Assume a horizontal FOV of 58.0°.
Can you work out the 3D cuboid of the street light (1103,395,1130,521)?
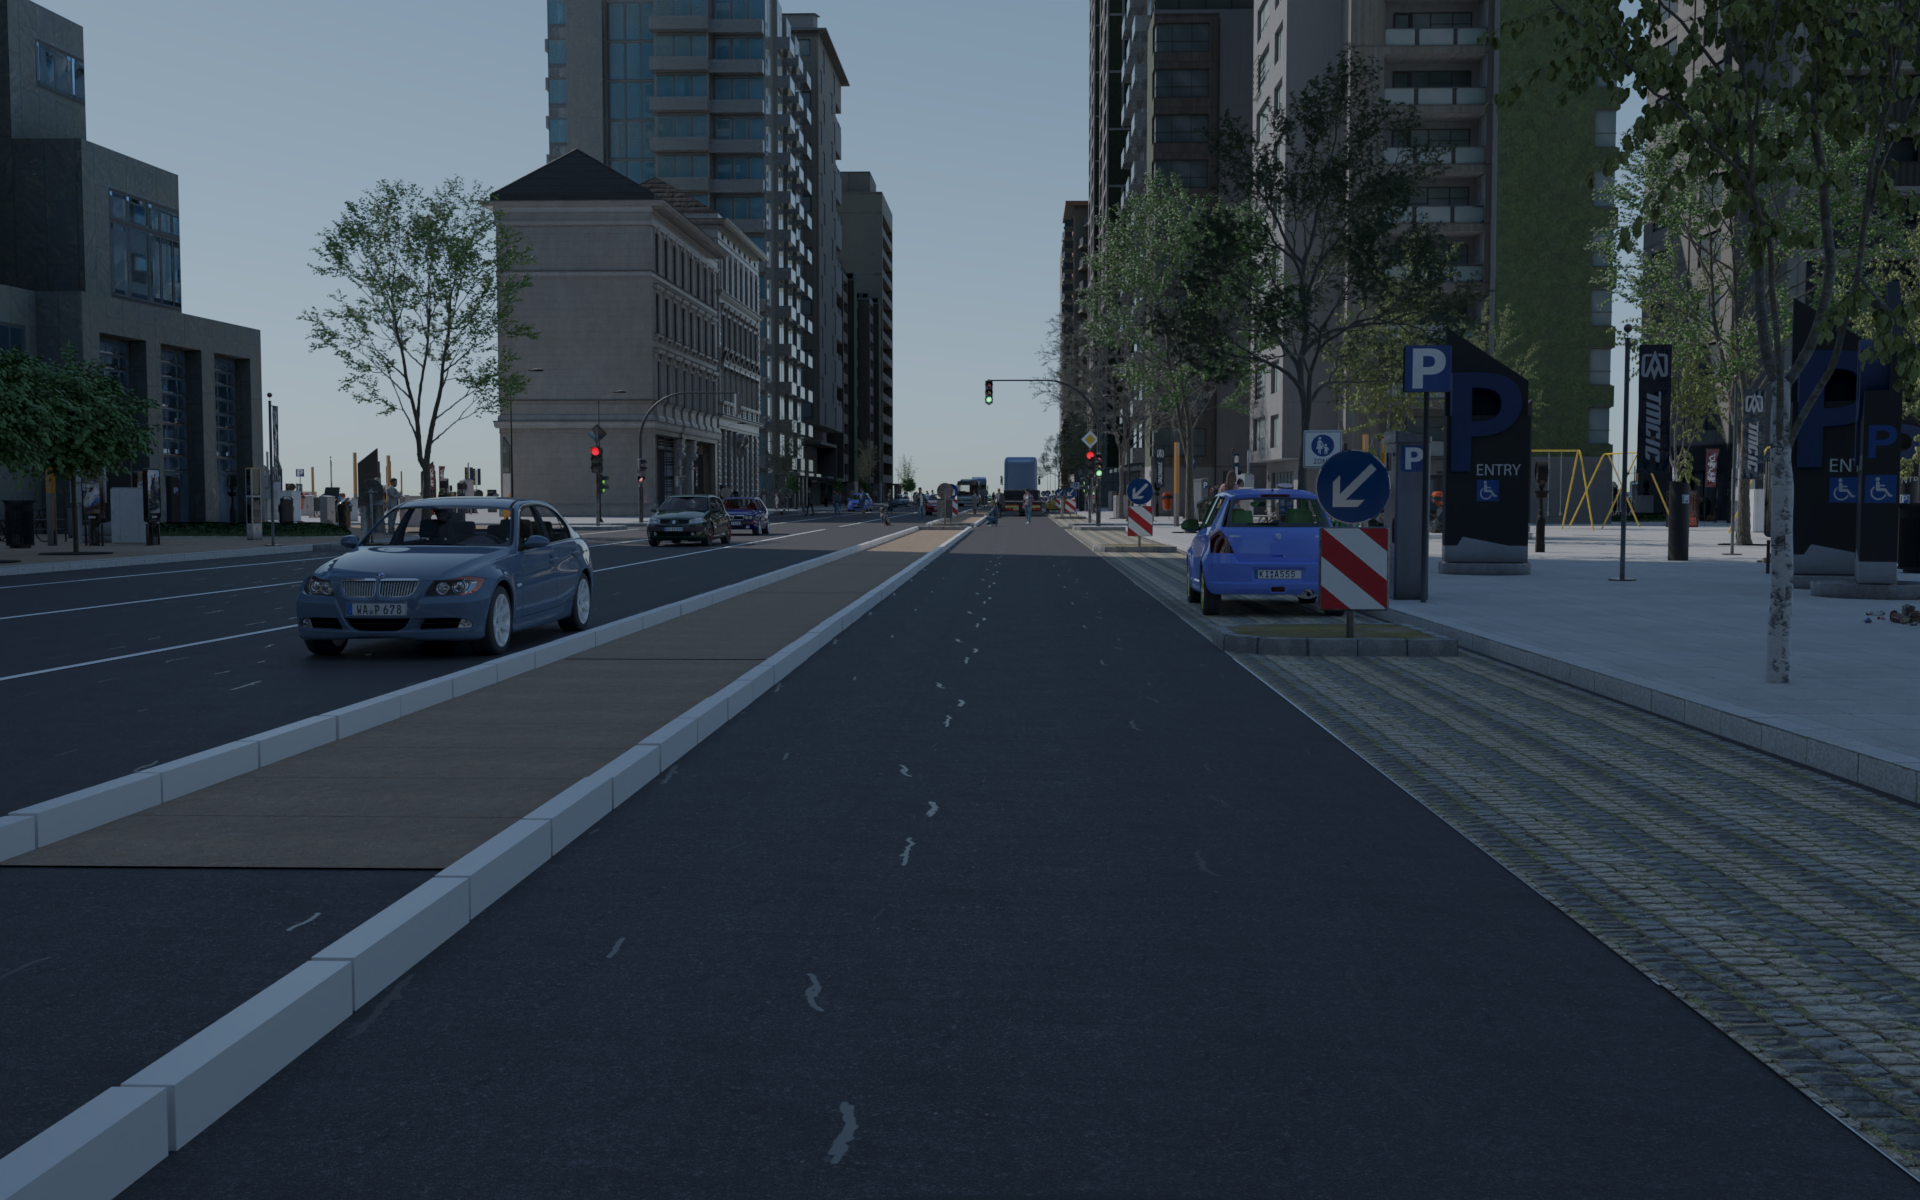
[{"bbox_3d":[7.381,-6.638,81.073,1.470,5.913,1.316,0,4,2],"label":"street light"}]

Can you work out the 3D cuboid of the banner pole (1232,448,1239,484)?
[{"bbox_3d":[14.983,-6.385,94.418,0.401,3.779,0.863,-1,4,-23],"label":"banner pole"}]

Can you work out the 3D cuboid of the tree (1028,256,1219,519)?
[{"bbox_3d":[8.358,-10.910,88.745,12.009,13.543,11.850,0,3,0],"label":"tree"}]

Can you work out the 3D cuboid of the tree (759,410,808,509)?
[{"bbox_3d":[-15.193,-12.220,150.152,4.360,8.622,3.978,0,3,0],"label":"tree"}]

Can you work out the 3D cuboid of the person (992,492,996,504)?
[{"bbox_3d":[3.468,-10.024,173.858,0.593,1.643,0.415,0,4,-8],"label":"person"}]

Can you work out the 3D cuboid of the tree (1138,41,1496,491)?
[{"bbox_3d":[7.301,-6.171,35.302,7.601,10.594,8.767,-1,4,-9],"label":"tree"}]

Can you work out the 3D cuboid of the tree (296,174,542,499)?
[{"bbox_3d":[-17.647,-8.020,56.879,9.928,11.665,9.643,0,3,0],"label":"tree"}]

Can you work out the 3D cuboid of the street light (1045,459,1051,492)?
[{"bbox_3d":[12.720,-16.440,241.332,1.470,5.913,1.316,0,4,2],"label":"street light"}]

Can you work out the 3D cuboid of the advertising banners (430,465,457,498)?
[{"bbox_3d":[-31.221,-6.624,104.484,0.090,3.025,2.074,3,4,39],"label":"advertising banners"}]

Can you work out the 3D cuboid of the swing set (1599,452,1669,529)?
[{"bbox_3d":[24.906,-4.122,65.010,2.862,2.851,3.119,0,4,-4],"label":"swing set"}]

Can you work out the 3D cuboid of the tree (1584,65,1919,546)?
[{"bbox_3d":[19.390,-7.167,42.938,9.928,11.665,9.643,0,3,0],"label":"tree"}]

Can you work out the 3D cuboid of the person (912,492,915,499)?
[{"bbox_3d":[-7.119,-15.598,264.322,0.445,1.727,0.742,-1,4,-14],"label":"person"}]

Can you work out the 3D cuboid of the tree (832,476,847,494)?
[{"bbox_3d":[-12.784,-11.553,183.489,1.663,3.219,1.824,0,3,0],"label":"tree"}]

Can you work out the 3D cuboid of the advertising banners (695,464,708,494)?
[{"bbox_3d":[-15.097,-6.414,101.058,0.090,3.025,2.074,1,4,12],"label":"advertising banners"}]

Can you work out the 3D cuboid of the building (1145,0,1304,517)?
[{"bbox_3d":[18.152,-20.366,104.692,14.160,30.474,14.107,0,4,2],"label":"building"}]

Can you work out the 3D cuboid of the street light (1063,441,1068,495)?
[{"bbox_3d":[10.074,-11.413,159.140,1.470,5.913,1.316,0,4,2],"label":"street light"}]

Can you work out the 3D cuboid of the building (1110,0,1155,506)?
[{"bbox_3d":[24.074,-31.472,134.169,23.786,49.044,30.456,0,4,2],"label":"building"}]

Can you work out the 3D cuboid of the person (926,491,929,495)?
[{"bbox_3d":[-4.081,-12.268,208.955,0.599,1.838,0.709,-1,4,-22],"label":"person"}]

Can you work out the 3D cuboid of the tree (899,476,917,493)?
[{"bbox_3d":[-9.055,-19.438,301.522,4.285,4.588,4.351,0,3,0],"label":"tree"}]

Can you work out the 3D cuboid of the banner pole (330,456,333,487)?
[{"bbox_3d":[-41.647,-7.632,114.792,0.401,3.779,0.863,-1,4,-12],"label":"banner pole"}]

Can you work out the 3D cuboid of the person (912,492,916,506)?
[{"bbox_3d":[-5.596,-12.675,216.676,0.756,1.711,0.436,0,4,5],"label":"person"}]

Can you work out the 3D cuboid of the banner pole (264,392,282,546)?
[{"bbox_3d":[-17.015,-3.239,42.982,0.401,3.779,0.863,0,4,-4],"label":"banner pole"}]

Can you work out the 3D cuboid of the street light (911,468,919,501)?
[{"bbox_3d":[-8.026,-20.453,306.944,1.470,5.913,1.316,0,4,2],"label":"street light"}]

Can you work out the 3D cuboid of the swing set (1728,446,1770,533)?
[{"bbox_3d":[26.817,-3.553,55.719,2.862,2.851,3.119,-1,4,-10],"label":"swing set"}]

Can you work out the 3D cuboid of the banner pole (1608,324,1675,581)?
[{"bbox_3d":[10.048,-2.172,25.532,0.863,3.779,0.401,1,4,9],"label":"banner pole"}]

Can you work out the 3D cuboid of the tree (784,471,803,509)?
[{"bbox_3d":[-13.871,-9.175,144.612,1.663,3.219,1.824,0,3,0],"label":"tree"}]

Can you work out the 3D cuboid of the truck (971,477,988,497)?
[{"bbox_3d":[2.996,-17.458,275.198,2.967,4.110,18.799,0,4,1],"label":"truck"}]

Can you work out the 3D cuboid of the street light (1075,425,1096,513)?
[{"bbox_3d":[8.473,-8.802,116.460,1.470,5.913,1.316,0,4,2],"label":"street light"}]

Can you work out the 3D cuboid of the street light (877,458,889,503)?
[{"bbox_3d":[-10.421,-16.163,236.806,1.470,5.913,1.316,0,4,2],"label":"street light"}]

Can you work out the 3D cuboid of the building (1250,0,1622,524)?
[{"bbox_3d":[21.478,-24.286,80.663,14.086,41.232,14.154,0,4,2],"label":"building"}]

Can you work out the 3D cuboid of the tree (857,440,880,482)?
[{"bbox_3d":[-12.478,-17.032,228.835,4.360,8.622,3.978,0,3,0],"label":"tree"}]

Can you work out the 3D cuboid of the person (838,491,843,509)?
[{"bbox_3d":[-11.425,-9.465,163.967,1.217,1.743,0.721,-1,4,-20],"label":"person"}]

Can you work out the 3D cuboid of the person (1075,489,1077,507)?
[{"bbox_3d":[10.283,-9.014,153.501,0.705,1.814,1.350,0,4,3],"label":"person"}]

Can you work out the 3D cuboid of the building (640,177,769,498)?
[{"bbox_3d":[-21.093,-18.338,128.710,11.050,23.489,19.941,0,4,2],"label":"building"}]

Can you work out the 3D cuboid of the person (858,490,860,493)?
[{"bbox_3d":[-11.998,-12.235,206.093,1.348,1.823,0.705,-2,4,-30],"label":"person"}]

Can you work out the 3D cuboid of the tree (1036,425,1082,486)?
[{"bbox_3d":[13.608,-18.393,235.145,7.601,10.594,8.767,1,4,9],"label":"tree"}]

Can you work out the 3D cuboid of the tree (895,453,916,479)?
[{"bbox_3d":[-9.636,-22.111,311.876,4.360,8.622,3.978,0,3,0],"label":"tree"}]

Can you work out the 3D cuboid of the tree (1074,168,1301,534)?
[{"bbox_3d":[7.363,-7.990,56.389,9.928,11.665,9.643,0,3,0],"label":"tree"}]

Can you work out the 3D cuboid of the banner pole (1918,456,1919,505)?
[{"bbox_3d":[25.995,-3.449,46.406,0.863,3.779,0.401,3,4,37],"label":"banner pole"}]

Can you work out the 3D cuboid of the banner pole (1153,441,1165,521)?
[{"bbox_3d":[9.230,-5.561,80.946,0.863,3.779,0.401,3,5,44],"label":"banner pole"}]

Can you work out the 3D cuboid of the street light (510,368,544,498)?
[{"bbox_3d":[-16.085,-5.604,64.163,1.470,5.913,1.316,0,4,2],"label":"street light"}]

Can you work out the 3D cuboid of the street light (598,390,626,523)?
[{"bbox_3d":[-15.652,-6.433,77.717,1.470,5.913,1.316,0,4,2],"label":"street light"}]

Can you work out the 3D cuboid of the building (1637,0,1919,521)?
[{"bbox_3d":[46.924,-39.388,82.249,20.611,71.187,20.563,0,4,2],"label":"building"}]

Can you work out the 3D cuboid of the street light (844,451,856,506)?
[{"bbox_3d":[-11.874,-13.185,188.110,1.470,5.913,1.316,0,4,2],"label":"street light"}]

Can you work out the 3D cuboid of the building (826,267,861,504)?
[{"bbox_3d":[-20.477,-27.276,217.659,14.160,30.474,14.107,0,4,2],"label":"building"}]

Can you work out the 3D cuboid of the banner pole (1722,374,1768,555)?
[{"bbox_3d":[16.480,-2.833,36.344,0.863,3.779,0.401,0,4,-1],"label":"banner pole"}]

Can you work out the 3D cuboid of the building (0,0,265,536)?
[{"bbox_3d":[-43.273,-45.407,55.081,31.000,86.520,22.319,0,4,2],"label":"building"}]

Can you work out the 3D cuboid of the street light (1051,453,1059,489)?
[{"bbox_3d":[11.161,-13.517,193.550,1.470,5.913,1.316,0,4,2],"label":"street light"}]

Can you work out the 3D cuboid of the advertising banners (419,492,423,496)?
[{"bbox_3d":[-32.518,-6.765,106.794,0.090,3.025,2.074,2,4,33],"label":"advertising banners"}]

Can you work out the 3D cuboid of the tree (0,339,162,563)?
[{"bbox_3d":[-18.957,-3.252,36.882,4.285,4.588,4.351,0,3,0],"label":"tree"}]

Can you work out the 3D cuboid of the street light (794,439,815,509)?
[{"bbox_3d":[-13.359,-10.650,146.672,1.470,5.913,1.316,0,4,2],"label":"street light"}]

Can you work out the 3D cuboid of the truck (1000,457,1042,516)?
[{"bbox_3d":[4.225,-7.924,119.322,2.967,4.110,18.799,0,4,2],"label":"truck"}]

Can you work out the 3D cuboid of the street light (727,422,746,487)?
[{"bbox_3d":[-14.513,-8.537,112.125,1.470,5.913,1.316,0,4,2],"label":"street light"}]

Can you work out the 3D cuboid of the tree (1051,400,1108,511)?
[{"bbox_3d":[9.584,-11.119,132.156,4.360,8.622,3.978,0,3,0],"label":"tree"}]

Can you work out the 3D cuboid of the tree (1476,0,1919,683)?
[{"bbox_3d":[5.406,-3.732,11.379,4.737,8.622,4.395,0,3,0],"label":"tree"}]

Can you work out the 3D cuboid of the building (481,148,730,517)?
[{"bbox_3d":[-21.624,-15.152,98.637,10.553,20.767,40.483,0,4,2],"label":"building"}]

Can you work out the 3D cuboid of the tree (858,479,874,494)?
[{"bbox_3d":[-11.631,-13.744,219.309,1.663,3.219,1.824,0,3,0],"label":"tree"}]

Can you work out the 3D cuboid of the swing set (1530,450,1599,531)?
[{"bbox_3d":[20.379,-3.895,61.310,3.119,2.851,2.862,0,4,-2],"label":"swing set"}]

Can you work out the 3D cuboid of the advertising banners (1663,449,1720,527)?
[{"bbox_3d":[28.225,-4.319,66.799,2.074,3.025,0.090,0,4,1],"label":"advertising banners"}]
